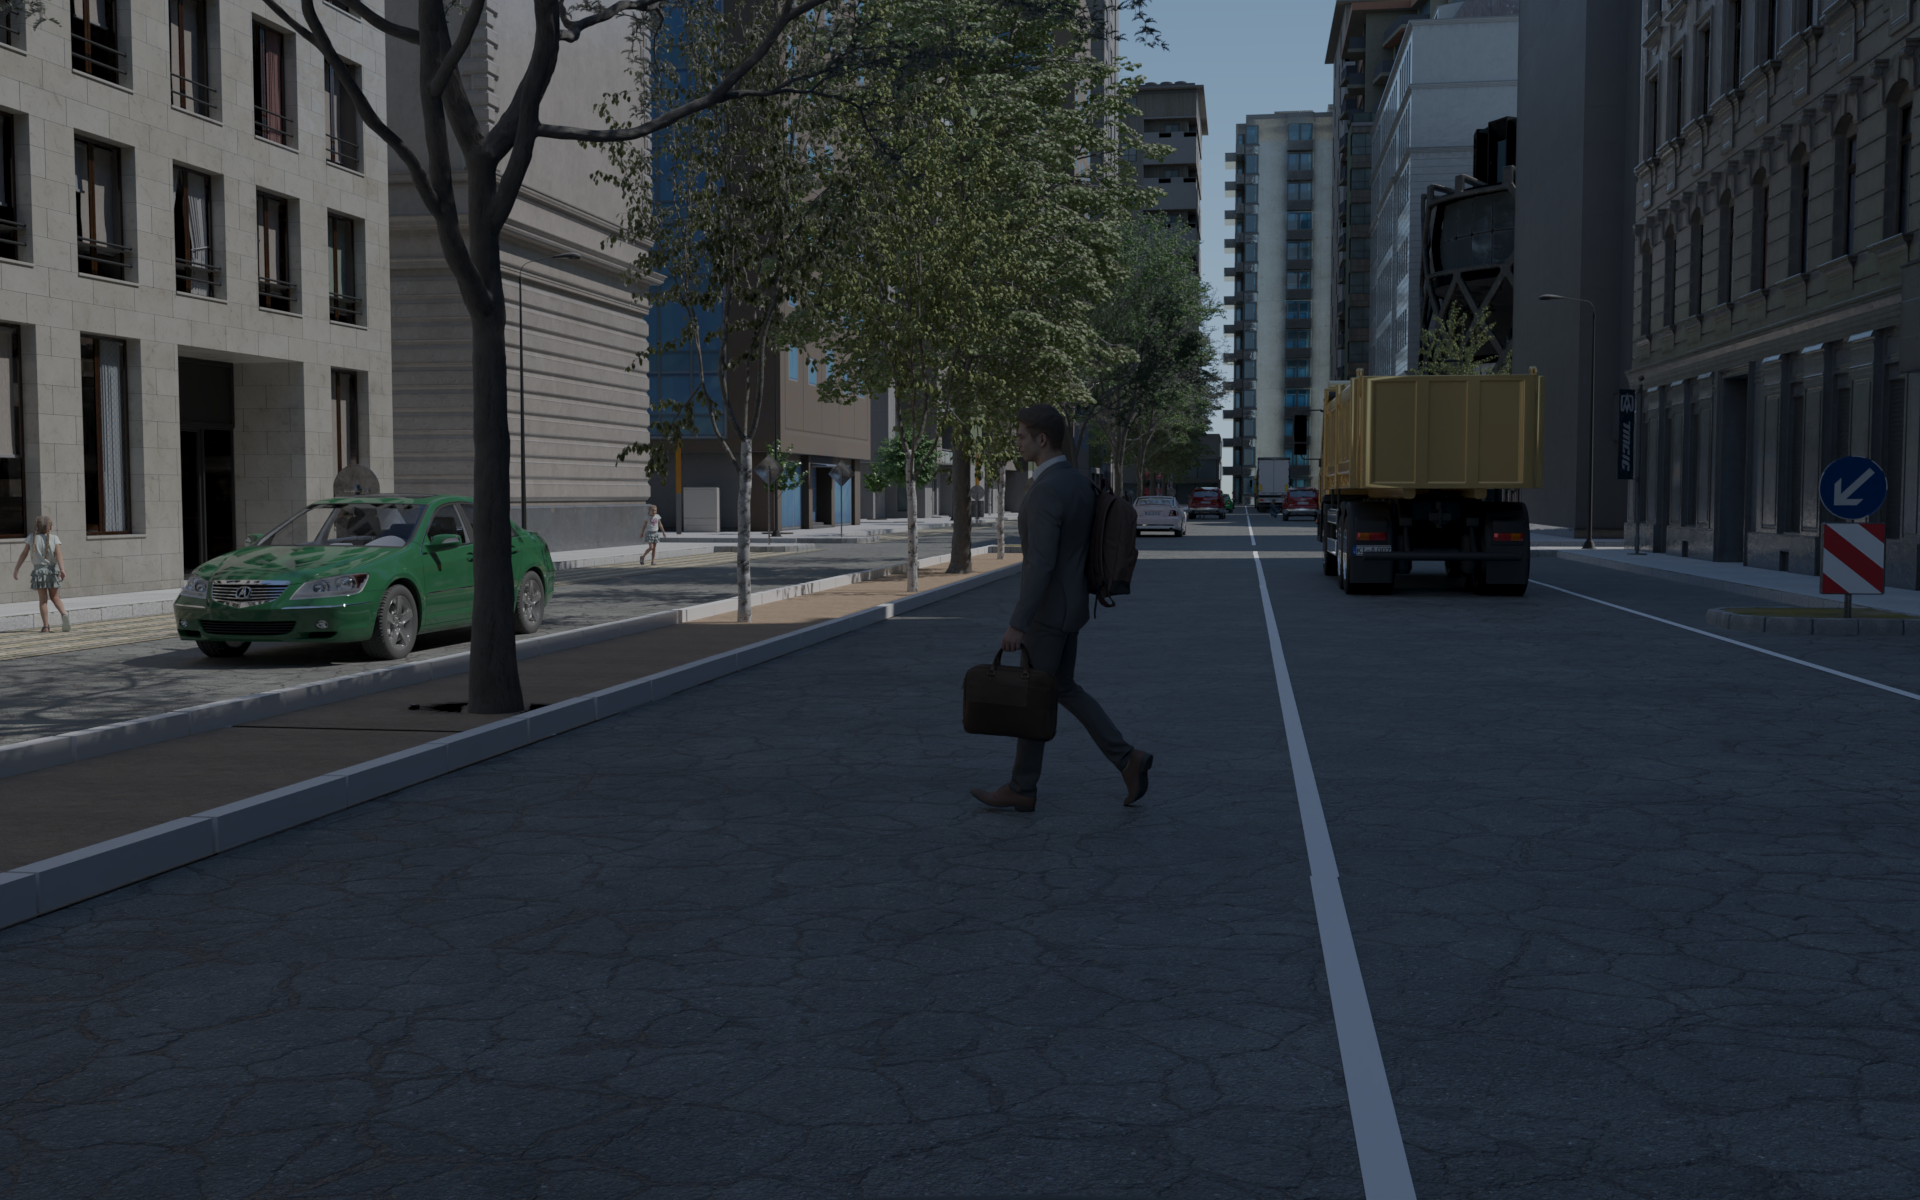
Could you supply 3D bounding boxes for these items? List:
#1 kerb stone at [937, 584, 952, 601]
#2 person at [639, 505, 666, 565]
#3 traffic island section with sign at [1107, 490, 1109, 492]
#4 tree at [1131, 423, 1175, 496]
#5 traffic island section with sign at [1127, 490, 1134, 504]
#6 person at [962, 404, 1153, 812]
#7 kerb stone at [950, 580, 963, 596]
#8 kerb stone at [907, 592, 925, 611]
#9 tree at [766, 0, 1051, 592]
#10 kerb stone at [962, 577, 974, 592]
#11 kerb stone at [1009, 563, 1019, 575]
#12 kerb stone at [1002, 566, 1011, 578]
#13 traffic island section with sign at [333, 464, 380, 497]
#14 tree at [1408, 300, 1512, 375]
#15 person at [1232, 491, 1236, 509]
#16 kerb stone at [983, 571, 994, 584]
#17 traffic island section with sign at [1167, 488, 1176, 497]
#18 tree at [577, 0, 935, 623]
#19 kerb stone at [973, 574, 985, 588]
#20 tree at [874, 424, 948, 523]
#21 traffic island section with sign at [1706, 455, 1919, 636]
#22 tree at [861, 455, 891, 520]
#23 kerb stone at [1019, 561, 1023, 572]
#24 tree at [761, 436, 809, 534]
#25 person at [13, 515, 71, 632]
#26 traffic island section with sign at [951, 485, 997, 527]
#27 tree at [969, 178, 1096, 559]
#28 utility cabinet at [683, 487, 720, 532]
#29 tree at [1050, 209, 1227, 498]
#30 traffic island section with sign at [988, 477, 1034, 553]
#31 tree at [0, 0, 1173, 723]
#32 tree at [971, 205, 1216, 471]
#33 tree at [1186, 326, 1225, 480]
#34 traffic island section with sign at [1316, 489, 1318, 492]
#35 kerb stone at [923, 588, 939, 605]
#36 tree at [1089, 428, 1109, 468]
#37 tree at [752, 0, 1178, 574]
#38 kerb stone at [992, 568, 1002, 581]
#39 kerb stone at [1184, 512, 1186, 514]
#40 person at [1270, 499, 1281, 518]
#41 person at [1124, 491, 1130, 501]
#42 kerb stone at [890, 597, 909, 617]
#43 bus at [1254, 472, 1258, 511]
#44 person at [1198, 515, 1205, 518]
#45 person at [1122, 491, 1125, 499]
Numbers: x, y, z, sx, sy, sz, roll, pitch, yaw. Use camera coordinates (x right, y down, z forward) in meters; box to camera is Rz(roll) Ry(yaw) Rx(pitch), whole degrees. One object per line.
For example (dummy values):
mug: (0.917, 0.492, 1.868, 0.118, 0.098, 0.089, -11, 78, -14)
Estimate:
kerb stone: (-0.285, -0.085, 23.584, 0.120, 0.150, 1.000, 1, 4, 9)
person: (-6.171, -1.302, 34.799, 0.505, 1.210, 0.382, -3, 4, -39)
traffic island section with sign: (13.272, -8.800, 152.511, 1.989, 1.847, 2.006, 1, 4, 9)
tree: (11.573, -9.066, 101.055, 4.360, 8.622, 3.978, 0, 3, 0)
traffic island section with sign: (17.795, -10.495, 180.214, 1.989, 1.847, 2.006, 1, 4, 9)
person: (0.449, 0.042, 7.770, 0.822, 1.834, 0.622, 1, 4, 10)
kerb stone: (-0.128, -0.145, 24.600, 0.120, 0.150, 1.000, 1, 4, 9)
kerb stone: (-0.622, 0.038, 21.568, 0.120, 0.150, 1.000, 1, 4, 9)
tree: (-0.688, -4.396, 24.686, 4.737, 8.622, 4.395, 0, 3, 0)
kerb stone: (0.040, -0.207, 25.609, 0.120, 0.150, 1.000, 1, 4, 9)
kerb stone: (0.875, -0.518, 30.667, 0.120, 0.150, 1.000, 1, 4, 9)
kerb stone: (0.703, -0.456, 29.650, 0.120, 0.150, 1.000, 1, 4, 9)
traffic island section with sign: (-8.020, -0.833, 22.245, 1.989, 1.847, 2.006, 1, 4, 9)
tree: (19.360, -7.126, 66.879, 4.737, 8.622, 4.395, 0, 3, 0)
person: (26.370, -9.601, 166.196, 0.721, 1.743, 1.217, 1, 4, 15)
kerb stone: (0.370, -0.333, 27.634, 0.120, 0.150, 1.000, 1, 4, 9)
traffic island section with sign: (15.128, -7.109, 124.375, 2.006, 1.907, 1.989, 1, 4, 9)
tree: (-2.374, -4.062, 19.228, 4.360, 8.622, 3.978, 0, 3, 0)
kerb stone: (0.208, -0.271, 26.625, 0.120, 0.150, 1.000, 1, 4, 9)
tree: (-2.230, -5.773, 78.109, 4.285, 4.588, 4.351, 0, 3, 0)
traffic island section with sign: (9.185, -0.608, 18.572, 1.989, 1.847, 2.006, 1, 4, 9)
tree: (-4.211, -5.603, 86.202, 1.663, 3.219, 1.824, 0, 3, 0)
kerb stone: (1.030, -0.580, 31.686, 0.120, 0.150, 1.000, 1, 4, 9)
tree: (-5.920, -3.719, 55.412, 1.663, 3.219, 1.824, 0, 3, 0)
person: (-9.440, -0.262, 17.800, 0.505, 1.210, 0.382, -2, 4, -30)
traffic island section with sign: (0.741, -4.112, 75.863, 1.989, 1.847, 2.006, 1, 4, 9)
tree: (0.912, -5.196, 37.776, 4.360, 8.622, 3.978, 0, 3, 0)
utility cabinet: (-8.625, -3.009, 57.875, 1.173, 1.500, 0.318, 1, 4, 11)
tree: (5.817, -8.212, 62.478, 9.928, 11.665, 9.643, 0, 3, 0)
traffic island section with sign: (1.817, -2.127, 42.906, 2.006, 1.907, 1.989, 1, 4, 9)
tree: (-3.041, -5.993, 10.809, 12.009, 13.543, 11.850, 0, 3, 0)
tree: (3.760, -7.157, 53.881, 8.767, 10.594, 7.601, 1, 4, 9)
tree: (10.373, -10.594, 93.804, 7.486, 12.596, 7.792, 0, 3, 0)
traffic island section with sign: (30.522, -8.597, 149.181, 1.989, 1.847, 2.006, 1, 4, 9)
kerb stone: (-0.457, -0.023, 22.576, 0.120, 0.150, 1.000, 1, 4, 9)
tree: (13.729, -13.973, 178.819, 4.737, 8.622, 4.395, 0, 3, 0)
tree: (-0.021, -6.769, 31.250, 7.486, 12.596, 7.792, 0, 3, 0)
kerb stone: (0.530, -0.394, 28.643, 0.120, 0.150, 1.000, 1, 4, 9)
kerb stone: (15.989, -6.182, 123.276, 0.120, 0.150, 1.000, 1, 4, 9)
person: (19.238, -5.590, 105.390, 0.738, 1.151, 1.012, 3, 4, 38)
person: (16.855, -10.129, 174.833, 0.721, 1.735, 1.217, -1, 4, -18)
kerb stone: (-0.789, 0.100, 20.558, 0.120, 0.150, 1.000, 1, 4, 9)
bus: (27.188, -9.787, 151.559, 2.896, 3.916, 12.252, 1, 4, 10)
person: (14.710, -5.902, 105.205, 0.606, 1.804, 0.583, -2, 4, -29)
person: (14.789, -9.004, 156.452, 0.721, 1.736, 1.217, 0, 4, -5)
